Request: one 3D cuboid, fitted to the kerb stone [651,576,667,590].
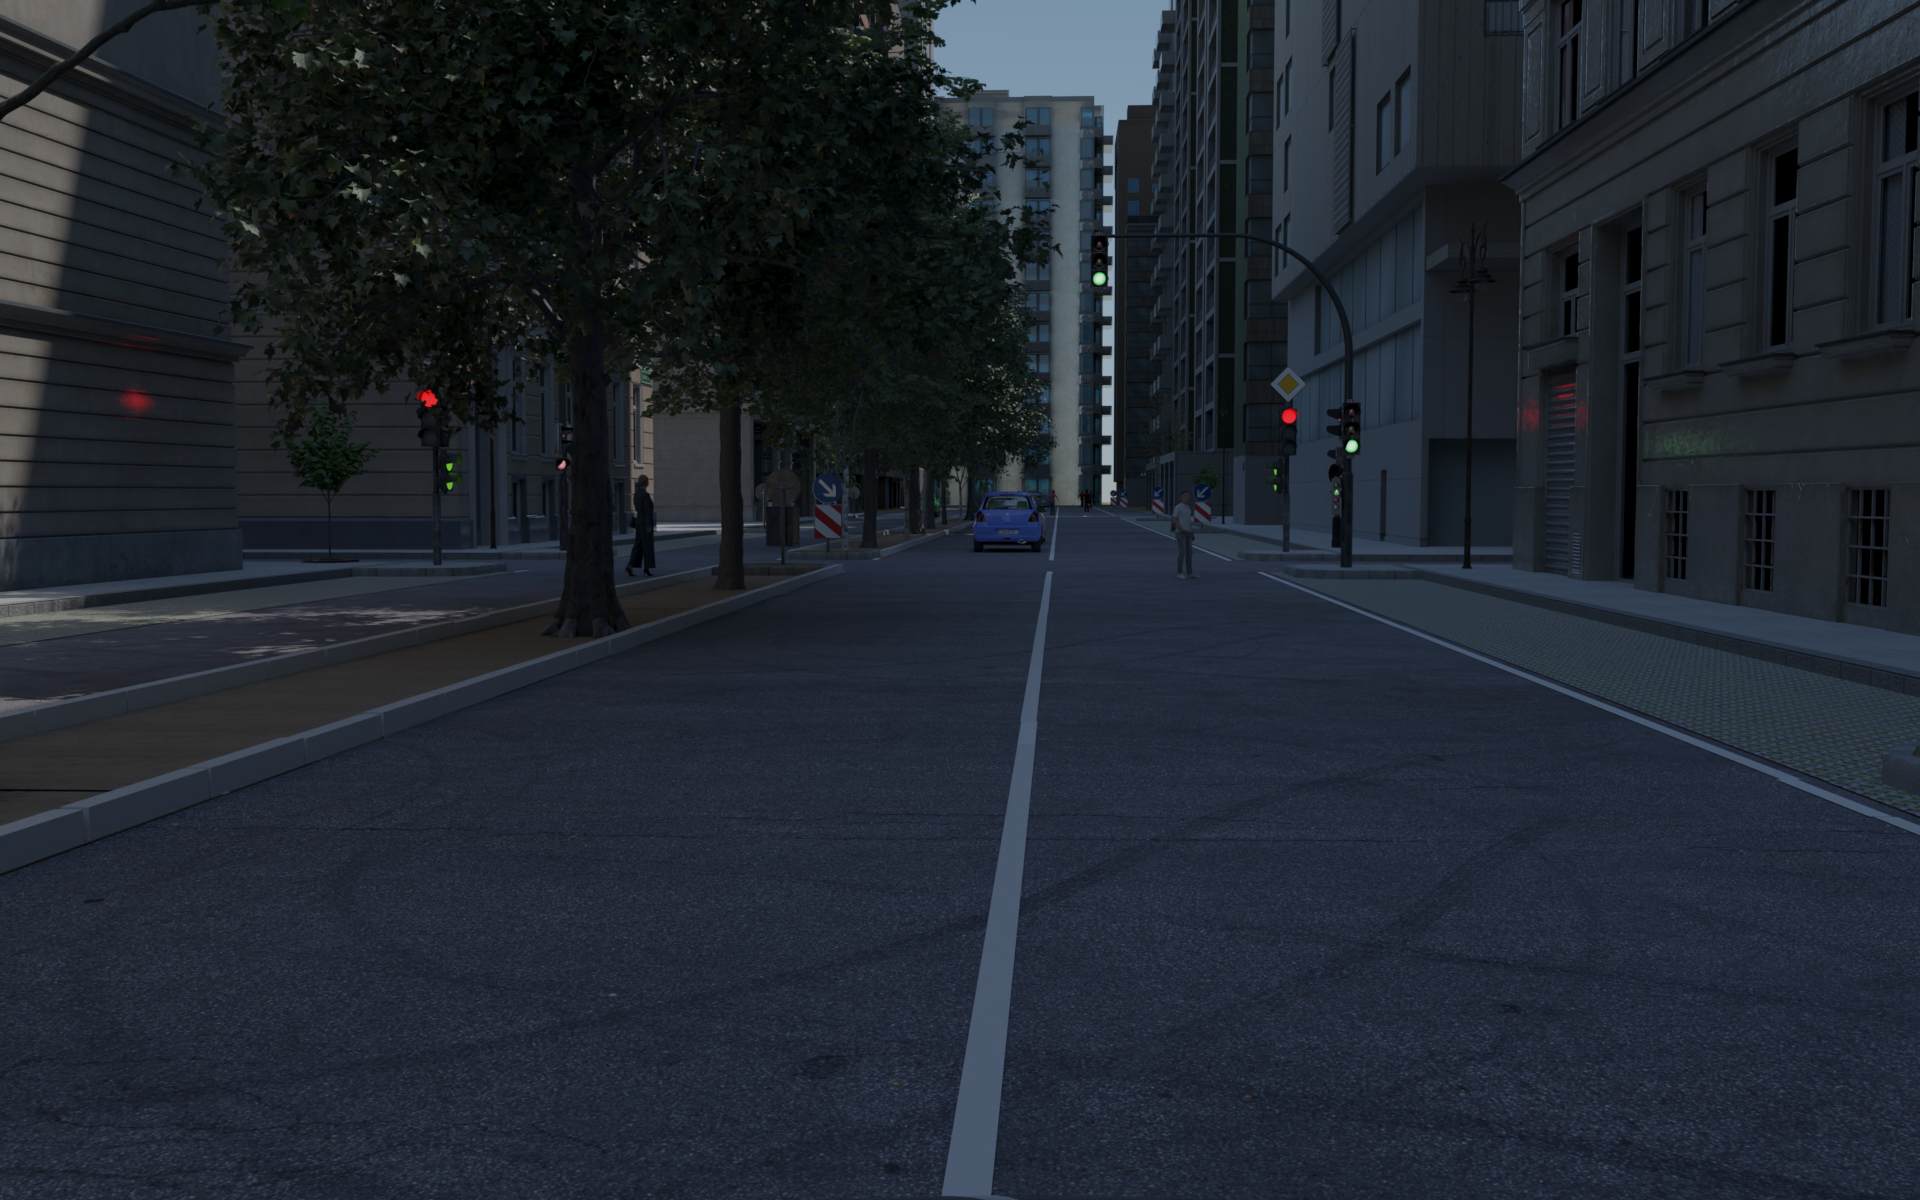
[{"bbox_3d":[-4.637,-0.240,26.116,0.120,0.150,1.000,0,4,3],"label":"kerb stone"}]

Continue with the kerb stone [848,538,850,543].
[{"bbox_3d":[-3.310,-1.650,49.188,0.120,0.150,1.000,0,4,3],"label":"kerb stone"}]

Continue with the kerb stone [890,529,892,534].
[{"bbox_3d":[-2.600,-2.399,61.463,0.120,0.150,1.000,0,4,3],"label":"kerb stone"}]

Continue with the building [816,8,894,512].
[{"bbox_3d":[-16.677,-28.996,128.708,22.147,44.769,28.867,0,4,3],"label":"building"}]

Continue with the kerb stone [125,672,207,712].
[{"bbox_3d":[-5.460,0.635,11.808,0.120,0.150,1.000,0,4,3],"label":"kerb stone"}]

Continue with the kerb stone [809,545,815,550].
[{"bbox_3d":[-3.719,-1.213,42.023,0.120,0.150,1.000,0,4,3],"label":"kerb stone"}]

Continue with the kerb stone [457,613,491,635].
[{"bbox_3d":[-5.105,0.273,17.942,0.120,0.150,1.000,0,4,3],"label":"kerb stone"}]

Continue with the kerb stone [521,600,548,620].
[{"bbox_3d":[-4.991,0.137,19.982,0.120,0.150,1.000,0,4,3],"label":"kerb stone"}]

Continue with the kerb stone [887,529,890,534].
[{"bbox_3d":[-2.655,-2.336,60.442,0.120,0.150,1.000,0,4,3],"label":"kerb stone"}]

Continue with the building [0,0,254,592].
[{"bbox_3d":[-29.364,-12.562,24.467,34.723,24.649,14.460,0,4,3],"label":"building"}]

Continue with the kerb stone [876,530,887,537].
[{"bbox_3d":[-2.713,-2.277,59.421,0.120,0.150,1.000,0,4,3],"label":"kerb stone"}]

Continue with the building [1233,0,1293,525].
[{"bbox_3d":[19.154,-18.673,76.999,14.160,30.474,14.107,0,4,3],"label":"building"}]

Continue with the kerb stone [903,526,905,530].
[{"bbox_3d":[-2.308,-2.711,66.582,0.120,0.150,1.000,0,4,3],"label":"kerb stone"}]

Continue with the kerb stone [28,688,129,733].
[{"bbox_3d":[-5.517,0.698,10.787,0.120,0.150,1.000,0,4,3],"label":"kerb stone"}]

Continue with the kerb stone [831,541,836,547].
[{"bbox_3d":[-3.485,-1.464,46.126,0.120,0.150,1.000,0,4,3],"label":"kerb stone"}]

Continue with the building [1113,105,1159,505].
[{"bbox_3d":[25.307,-33.782,202.449,14.200,45.320,14.600,0,4,3],"label":"building"}]

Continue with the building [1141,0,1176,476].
[{"bbox_3d":[28.974,-32.927,157.967,23.786,49.044,30.456,0,4,3],"label":"building"}]

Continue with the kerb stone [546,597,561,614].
[{"bbox_3d":[-4.931,0.072,21.011,0.120,0.150,1.000,0,4,3],"label":"kerb stone"}]

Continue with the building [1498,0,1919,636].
[{"bbox_3d":[15.892,-11.075,14.365,16.112,22.955,30.059,0,4,3],"label":"building"}]

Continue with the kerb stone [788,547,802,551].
[{"bbox_3d":[-3.838,-1.087,39.974,0.120,0.150,1.000,0,4,3],"label":"kerb stone"}]

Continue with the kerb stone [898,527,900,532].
[{"bbox_3d":[-2.420,-2.590,64.534,0.120,0.150,1.000,0,4,3],"label":"kerb stone"}]

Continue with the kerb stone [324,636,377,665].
[{"bbox_3d":[-5.283,0.450,14.869,0.120,0.150,1.000,0,4,3],"label":"kerb stone"}]

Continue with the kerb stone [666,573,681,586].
[{"bbox_3d":[-4.577,-0.302,27.136,0.120,0.150,1.000,0,4,3],"label":"kerb stone"}]

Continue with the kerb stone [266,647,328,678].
[{"bbox_3d":[-5.348,0.514,13.849,0.120,0.150,1.000,0,4,3],"label":"kerb stone"}]

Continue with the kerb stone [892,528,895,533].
[{"bbox_3d":[-2.545,-2.464,62.487,0.120,0.150,1.000,0,4,3],"label":"kerb stone"}]

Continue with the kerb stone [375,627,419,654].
[{"bbox_3d":[-5.230,0.387,15.889,0.120,0.150,1.000,0,4,3],"label":"kerb stone"}]

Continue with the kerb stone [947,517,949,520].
[{"bbox_3d":[-0.824,-4.280,92.194,0.120,0.150,1.000,0,4,3],"label":"kerb stone"}]

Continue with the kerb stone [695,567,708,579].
[{"bbox_3d":[-4.457,-0.427,29.183,0.120,0.150,1.000,0,4,3],"label":"kerb stone"}]

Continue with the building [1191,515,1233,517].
[{"bbox_3d":[22.716,-40.529,100.906,20.563,71.187,20.611,0,4,3],"label":"building"}]

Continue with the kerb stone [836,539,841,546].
[{"bbox_3d":[-3.430,-1.524,47.147,0.120,0.150,1.000,0,4,3],"label":"kerb stone"}]

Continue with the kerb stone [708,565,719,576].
[{"bbox_3d":[-4.399,-0.490,30.203,0.120,0.150,1.000,0,4,3],"label":"kerb stone"}]

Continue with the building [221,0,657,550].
[{"bbox_3d":[-17.141,-16.095,49.059,13.634,28.700,20.117,0,4,3],"label":"building"}]

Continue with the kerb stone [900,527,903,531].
[{"bbox_3d":[-2.363,-2.652,65.555,0.120,0.150,1.000,0,4,3],"label":"kerb stone"}]

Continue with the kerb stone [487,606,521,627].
[{"bbox_3d":[-5.049,0.198,18.962,0.120,0.150,1.000,0,4,3],"label":"kerb stone"}]

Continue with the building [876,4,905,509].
[{"bbox_3d":[-12.345,-30.584,150.152,14.600,45.320,14.200,0,4,3],"label":"building"}]

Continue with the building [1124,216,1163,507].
[{"bbox_3d":[24.186,-25.049,181.247,14.160,30.474,14.107,0,4,3],"label":"building"}]

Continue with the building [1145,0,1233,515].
[{"bbox_3d":[25.095,-42.410,131.650,20.563,71.187,20.611,0,4,3],"label":"building"}]

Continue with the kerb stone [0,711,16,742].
[{"bbox_3d":[-5.573,0.760,9.762,0.120,0.150,1.000,0,4,3],"label":"kerb stone"}]

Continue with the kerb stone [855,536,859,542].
[{"bbox_3d":[-3.186,-1.775,51.237,0.120,0.150,1.000,0,4,3],"label":"kerb stone"}]

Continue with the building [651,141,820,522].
[{"bbox_3d":[-13.734,-13.975,79.399,10.553,20.767,40.483,0,4,3],"label":"building"}]

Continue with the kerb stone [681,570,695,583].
[{"bbox_3d":[-4.517,-0.365,28.157,0.120,0.150,1.000,0,4,3],"label":"kerb stone"}]

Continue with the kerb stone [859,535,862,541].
[{"bbox_3d":[-3.126,-1.839,52.258,0.120,0.150,1.000,0,4,3],"label":"kerb stone"}]

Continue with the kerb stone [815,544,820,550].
[{"bbox_3d":[-3.660,-1.273,43.048,0.120,0.150,1.000,0,4,3],"label":"kerb stone"}]

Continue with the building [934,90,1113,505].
[{"bbox_3d":[2.915,-35.997,208.157,30.456,49.044,23.786,0,4,3],"label":"building"}]

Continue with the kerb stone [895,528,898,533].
[{"bbox_3d":[-2.488,-2.521,63.510,0.120,0.150,1.000,0,4,3],"label":"kerb stone"}]

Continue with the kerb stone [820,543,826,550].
[{"bbox_3d":[-3.602,-1.338,44.073,0.120,0.150,1.000,0,4,3],"label":"kerb stone"}]

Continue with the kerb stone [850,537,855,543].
[{"bbox_3d":[-3.250,-1.713,50.209,0.120,0.150,1.000,0,4,3],"label":"kerb stone"}]

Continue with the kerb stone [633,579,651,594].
[{"bbox_3d":[-4.692,-0.177,25.092,0.120,0.150,1.000,0,4,3],"label":"kerb stone"}]

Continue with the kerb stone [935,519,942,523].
[{"bbox_3d":[-1.068,-4.031,88.104,0.120,0.150,1.000,0,4,3],"label":"kerb stone"}]

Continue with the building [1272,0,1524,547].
[{"bbox_3d":[23.987,-28.218,50.611,27.495,52.752,28.713,0,4,3],"label":"building"}]

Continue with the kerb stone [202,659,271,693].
[{"bbox_3d":[-5.412,0.575,12.829,0.120,0.150,1.000,0,4,3],"label":"kerb stone"}]

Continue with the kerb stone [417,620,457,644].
[{"bbox_3d":[-5.169,0.323,16.916,0.120,0.150,1.000,0,4,3],"label":"kerb stone"}]

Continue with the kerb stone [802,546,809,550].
[{"bbox_3d":[-3.778,-1.147,40.998,0.120,0.150,1.000,0,4,3],"label":"kerb stone"}]

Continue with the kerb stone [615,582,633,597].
[{"bbox_3d":[-4.762,-0.115,24.072,0.120,0.150,1.000,0,4,3],"label":"kerb stone"}]

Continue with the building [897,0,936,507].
[{"bbox_3d":[-13.578,-45.357,179.845,20.611,71.187,20.563,0,4,3],"label":"building"}]
